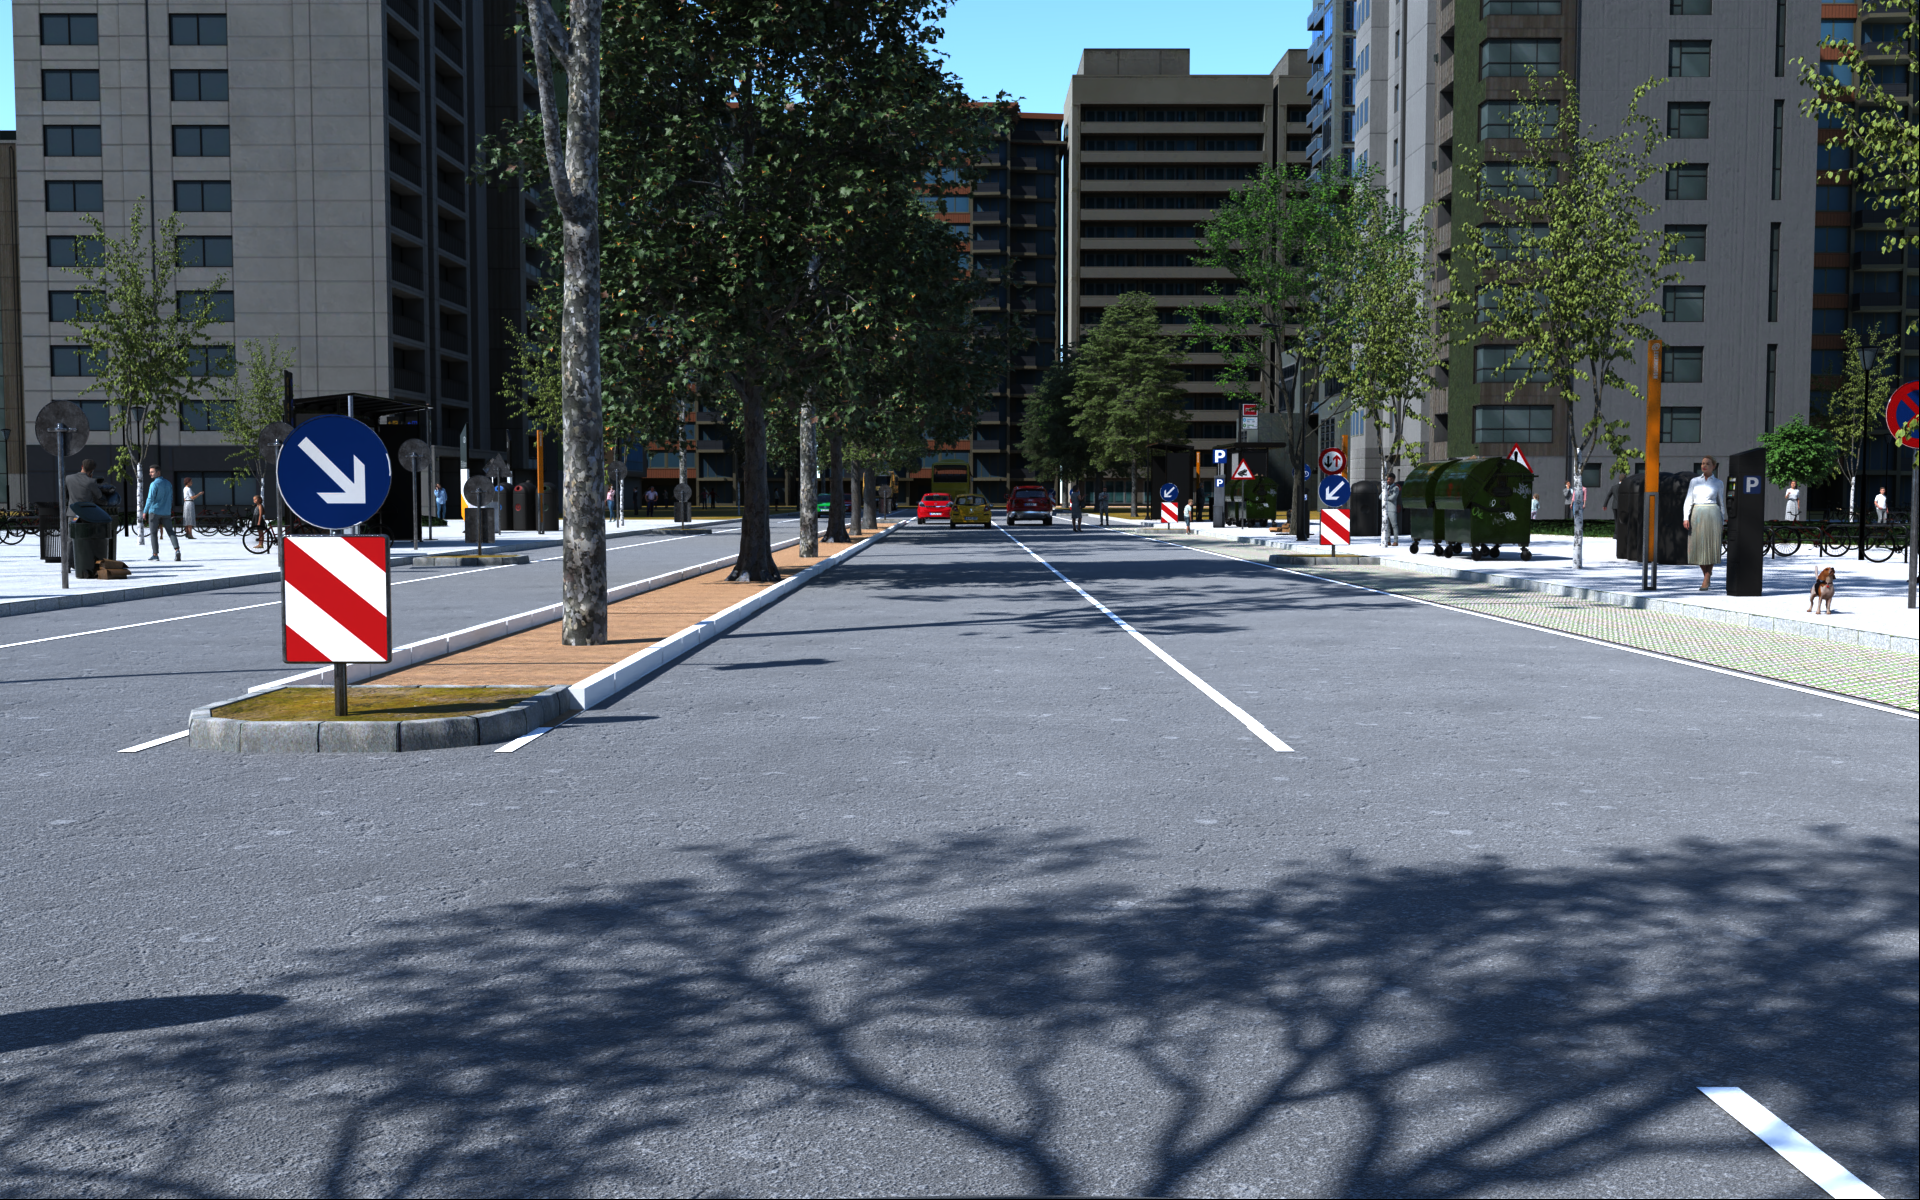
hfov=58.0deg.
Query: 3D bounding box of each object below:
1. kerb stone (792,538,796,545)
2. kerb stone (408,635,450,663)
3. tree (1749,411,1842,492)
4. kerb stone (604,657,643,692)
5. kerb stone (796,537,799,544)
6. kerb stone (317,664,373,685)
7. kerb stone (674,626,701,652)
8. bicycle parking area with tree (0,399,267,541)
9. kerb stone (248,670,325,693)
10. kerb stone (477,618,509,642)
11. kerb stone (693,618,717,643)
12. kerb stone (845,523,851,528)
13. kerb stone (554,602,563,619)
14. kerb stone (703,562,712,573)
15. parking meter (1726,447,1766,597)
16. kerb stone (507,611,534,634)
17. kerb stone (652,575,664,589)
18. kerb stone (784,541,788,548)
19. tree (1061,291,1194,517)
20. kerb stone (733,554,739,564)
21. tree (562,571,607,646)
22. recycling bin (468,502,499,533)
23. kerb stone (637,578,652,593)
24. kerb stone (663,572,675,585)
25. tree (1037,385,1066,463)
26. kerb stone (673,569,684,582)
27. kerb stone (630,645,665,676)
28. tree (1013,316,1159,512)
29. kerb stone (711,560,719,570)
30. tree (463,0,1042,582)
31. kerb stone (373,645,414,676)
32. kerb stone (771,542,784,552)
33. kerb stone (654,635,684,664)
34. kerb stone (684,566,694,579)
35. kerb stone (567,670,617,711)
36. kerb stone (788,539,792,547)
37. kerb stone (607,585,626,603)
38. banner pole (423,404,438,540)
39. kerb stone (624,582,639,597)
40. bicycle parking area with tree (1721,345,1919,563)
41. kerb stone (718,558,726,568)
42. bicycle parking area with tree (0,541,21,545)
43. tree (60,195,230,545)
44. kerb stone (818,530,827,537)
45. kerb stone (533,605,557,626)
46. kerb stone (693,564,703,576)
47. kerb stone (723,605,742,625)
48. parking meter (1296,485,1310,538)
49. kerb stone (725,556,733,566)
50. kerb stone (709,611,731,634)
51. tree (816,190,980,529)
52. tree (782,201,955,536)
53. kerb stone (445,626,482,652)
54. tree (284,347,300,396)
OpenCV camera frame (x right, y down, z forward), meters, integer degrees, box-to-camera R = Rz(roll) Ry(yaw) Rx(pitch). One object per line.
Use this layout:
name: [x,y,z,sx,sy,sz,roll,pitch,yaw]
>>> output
kerb stone: [-4.713,-1.562,47.792,0.120,0.150,1.000,0,3,0]
kerb stone: [-4.650,0.440,14.998,0.120,0.150,1.000,0,3,0]
tree: [33.295,-5.225,69.139,4.285,4.588,4.351,0,3,0]
kerb stone: [-2.541,0.565,12.963,0.120,0.150,1.000,0,3,0]
kerb stone: [-4.714,-1.627,48.814,0.120,0.150,1.000,0,3,0]
kerb stone: [-4.643,0.565,12.954,0.120,0.150,1.000,0,3,0]
kerb stone: [-2.553,0.378,16.040,0.120,0.150,1.000,0,3,0]
bicycle parking area with tree: [-25.899,-4.131,54.551,9.016,4.147,8.231,0,4,-7]
kerb stone: [-4.637,0.628,11.924,0.120,0.150,1.000,0,3,0]
kerb stone: [-4.652,0.315,17.043,0.120,0.150,1.000,0,3,0]
kerb stone: [-2.549,0.314,17.066,0.120,0.150,1.000,0,3,0]
kerb stone: [-4.767,-3.189,74.424,0.120,0.150,1.000,0,3,0]
kerb stone: [-4.655,0.127,20.122,0.120,0.150,1.000,0,3,0]
kerb stone: [-4.680,-0.562,31.388,0.120,0.150,1.000,0,3,0]
parking meter: [9.857,-0.981,21.751,0.399,1.863,0.255,0,4,-3]
kerb stone: [-4.651,0.252,18.069,0.120,0.150,1.000,0,3,0]
kerb stone: [-4.669,-0.249,26.266,0.120,0.150,1.000,0,3,0]
kerb stone: [-4.710,-1.440,45.733,0.120,0.150,1.000,0,3,0]
tree: [9.429,-10.966,97.419,7.486,12.596,7.792,0,3,0]
kerb stone: [-4.688,-0.813,35.490,0.120,0.150,1.000,0,3,0]
tree: [-4.776,-9.684,16.682,12.611,20.169,13.585,0,3,0]
recycling bin: [-15.574,-2.695,56.621,0.722,1.027,0.722,2,4,25]
kerb stone: [-4.676,-0.186,25.238,0.120,0.150,1.000,0,3,0]
kerb stone: [-4.669,-0.311,27.288,0.120,0.150,1.000,0,3,0]
tree: [10.036,-13.468,145.950,9.928,11.665,9.643,0,3,0]
kerb stone: [-4.685,-0.374,28.312,0.120,0.150,1.000,0,3,0]
kerb stone: [-2.548,0.502,13.986,0.120,0.150,1.000,0,3,0]
tree: [10.134,-13.394,125.646,9.857,13.997,8.962,0,3,0]
kerb stone: [-4.689,-0.620,32.419,0.120,0.150,1.000,0,3,0]
tree: [-3.373,-6.658,28.323,9.611,12.733,9.660,0,3,0]
kerb stone: [-4.647,0.504,13.976,0.120,0.150,1.000,0,3,0]
kerb stone: [-4.706,-1.377,44.711,0.120,0.150,1.000,0,3,0]
kerb stone: [-2.550,0.440,15.008,0.120,0.150,1.000,0,3,0]
kerb stone: [-4.678,-0.435,29.335,0.120,0.150,1.000,0,3,0]
kerb stone: [-2.539,0.628,11.933,0.120,0.150,1.000,0,3,0]
kerb stone: [-4.710,-1.502,46.760,0.120,0.150,1.000,0,3,0]
kerb stone: [-4.667,-0.061,23.194,0.120,0.150,1.000,0,3,0]
banner pole: [-14.751,-3.560,48.230,0.401,3.779,0.863,-1,4,-10]
kerb stone: [-4.676,-0.124,24.216,0.120,0.150,1.000,0,3,0]
bicycle parking area with tree: [19.578,-2.945,35.156,8.231,4.147,9.016,-1,4,-22]
kerb stone: [-4.686,-0.688,33.442,0.120,0.150,1.000,0,3,0]
bicycle parking area with tree: [-28.449,-3.352,41.809,8.231,4.147,9.016,3,4,39]
tree: [-20.585,-5.708,43.689,4.737,8.622,4.395,0,3,0]
kerb stone: [-4.745,-2.317,60.086,0.120,0.150,1.000,0,3,0]
kerb stone: [-4.652,0.192,19.092,0.120,0.150,1.000,0,3,0]
kerb stone: [-4.689,-0.499,30.357,0.120,0.150,1.000,0,3,0]
kerb stone: [-2.554,0.188,19.116,0.120,0.150,1.000,0,3,0]
parking meter: [9.978,-2.564,50.341,0.372,1.533,0.369,0,3,0]
kerb stone: [-4.685,-0.751,34.467,0.120,0.150,1.000,0,3,0]
kerb stone: [-2.547,0.251,18.091,0.120,0.150,1.000,0,3,0]
tree: [-3.691,-9.823,69.726,9.857,13.997,8.962,0,3,0]
tree: [-3.701,-8.510,59.725,7.486,12.596,7.792,0,3,0]
kerb stone: [-4.642,0.378,16.021,0.120,0.150,1.000,0,3,0]
tree: [-32.066,-7.873,79.089,4.737,8.622,4.395,0,3,0]
